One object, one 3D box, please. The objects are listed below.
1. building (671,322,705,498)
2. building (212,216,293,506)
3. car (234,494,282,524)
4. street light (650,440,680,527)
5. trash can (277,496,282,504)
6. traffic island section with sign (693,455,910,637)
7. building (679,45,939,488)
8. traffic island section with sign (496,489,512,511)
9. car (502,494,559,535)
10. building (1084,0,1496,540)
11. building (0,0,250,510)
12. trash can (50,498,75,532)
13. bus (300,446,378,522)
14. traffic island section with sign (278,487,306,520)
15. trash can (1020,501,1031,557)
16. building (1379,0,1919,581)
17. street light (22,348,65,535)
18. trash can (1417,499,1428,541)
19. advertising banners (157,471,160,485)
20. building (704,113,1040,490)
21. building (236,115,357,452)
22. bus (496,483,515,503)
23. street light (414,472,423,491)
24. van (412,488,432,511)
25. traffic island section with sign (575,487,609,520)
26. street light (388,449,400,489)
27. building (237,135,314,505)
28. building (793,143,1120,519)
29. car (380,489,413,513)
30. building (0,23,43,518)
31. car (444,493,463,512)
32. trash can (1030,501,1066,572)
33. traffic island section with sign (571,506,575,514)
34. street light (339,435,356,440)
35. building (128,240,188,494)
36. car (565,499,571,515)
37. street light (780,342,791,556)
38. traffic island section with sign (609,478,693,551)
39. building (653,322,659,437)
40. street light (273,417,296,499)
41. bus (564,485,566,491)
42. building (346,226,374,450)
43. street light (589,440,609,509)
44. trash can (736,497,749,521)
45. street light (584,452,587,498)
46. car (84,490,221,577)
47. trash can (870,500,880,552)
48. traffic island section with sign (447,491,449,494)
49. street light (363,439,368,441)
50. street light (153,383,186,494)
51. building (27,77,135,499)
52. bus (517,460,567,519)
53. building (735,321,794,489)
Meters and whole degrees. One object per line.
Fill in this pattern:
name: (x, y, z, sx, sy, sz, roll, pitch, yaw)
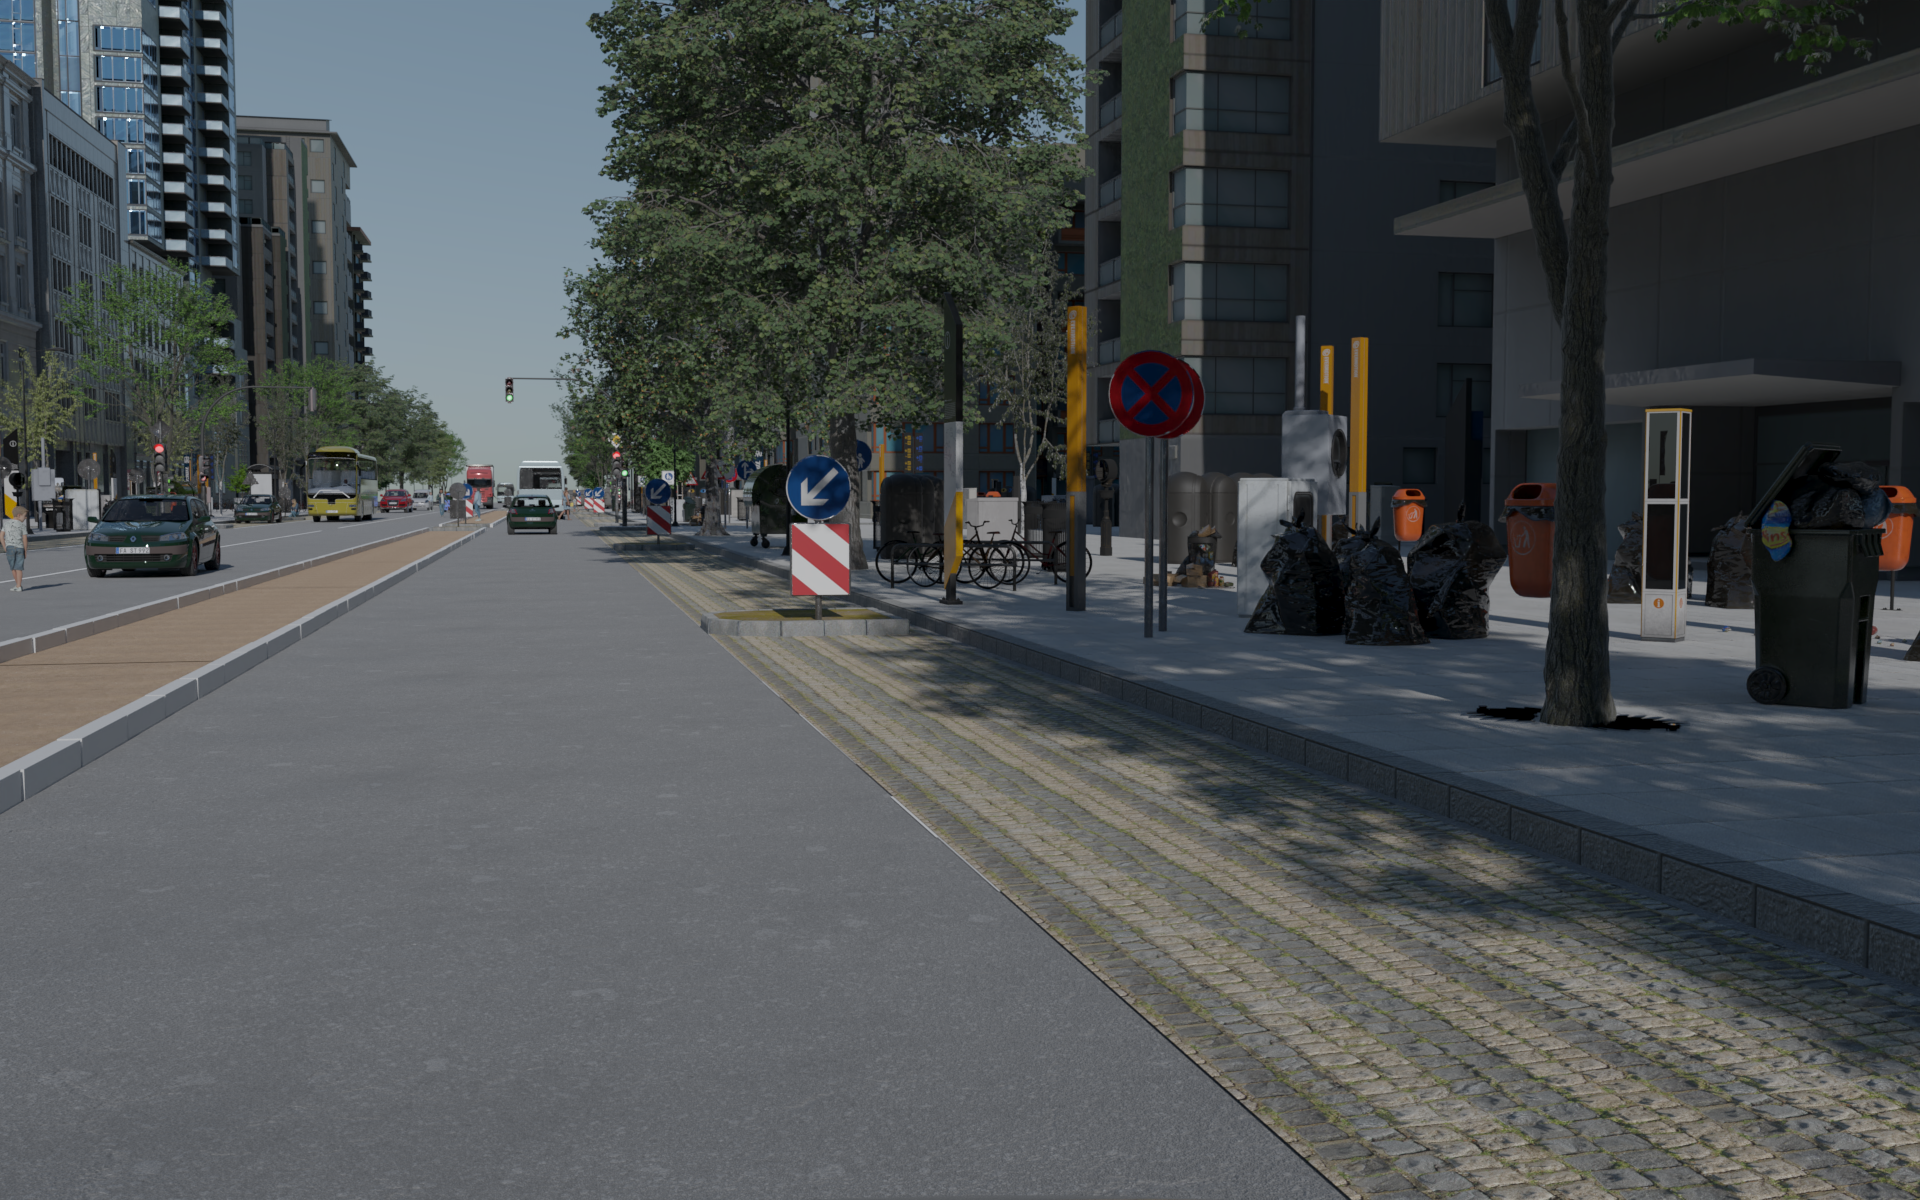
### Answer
building: (-34.873, -37.345, 265.215, 22.147, 44.769, 28.867, -1, 4, -13)
building: (-77.378, -24.854, 178.060, 14.160, 30.474, 14.107, -1, 4, -13)
car: (-34.286, -4.577, 84.617, 2.009, 1.686, 4.222, -1, 4, -13)
street light: (-11.771, -5.846, 68.125, 1.470, 5.913, 1.316, -1, 4, -13)
trash can: (-53.280, -7.588, 135.716, 0.748, 1.137, 0.748, 0, 3, 0)
traffic island section with sign: (-1.704, -0.590, 18.267, 1.989, 1.847, 2.006, -1, 4, -13)
building: (-17.885, -37.658, 204.943, 28.713, 52.752, 27.495, -1, 4, -13)
traffic island section with sign: (-38.578, -8.537, 147.718, 2.006, 1.907, 1.989, -1, 4, -13)
car: (-15.442, -3.218, 62.403, 2.009, 1.686, 4.222, -1, 4, -15)
building: (11.210, -22.647, 53.878, 14.154, 41.232, 14.086, -1, 4, -13)
building: (-76.277, -51.425, 153.478, 22.319, 86.520, 31.000, -1, 4, -13)
trash can: (-30.487, -2.888, 58.867, 0.748, 1.137, 0.748, 0, 3, 0)
bus: (-32.870, -6.163, 92.320, 2.896, 3.916, 12.252, -1, 4, -14)
traffic island section with sign: (-36.920, -5.265, 94.715, 1.989, 1.847, 2.006, -1, 4, -13)
trash can: (1.581, -1.409, 34.695, 0.748, 1.137, 0.748, 0, 3, 0)
building: (24.780, -26.694, 25.686, 28.713, 52.752, 27.495, -1, 4, -13)
street light: (-29.044, -5.038, 54.917, 1.470, 5.913, 1.316, -1, 4, -13)
trash can: (12.441, -2.194, 47.521, 0.748, 1.137, 0.748, 0, 3, 0)
advertising banners: (-55.353, -7.672, 121.626, 2.074, 3.025, 0.090, -1, 4, -15)
building: (-10.171, -29.900, 180.741, 32.217, 40.220, 23.993, -1, 4, -13)
building: (-100.817, -40.054, 244.114, 28.713, 52.752, 27.495, -1, 4, -13)
bus: (-71.406, -16.957, 272.112, 2.948, 3.499, 13.247, -1, 4, -15)
street light: (-65.804, -14.556, 210.526, 1.470, 5.913, 1.316, -1, 4, -13)
van: (-47.227, -8.864, 151.940, 2.013, 2.044, 4.112, -1, 4, -12)
traffic island section with sign: (-20.528, -5.454, 97.804, 1.989, 1.847, 2.006, -1, 4, -13)
street light: (-58.283, -12.592, 178.415, 1.470, 5.913, 1.316, -1, 4, -13)
building: (-80.080, -31.068, 191.552, 14.154, 41.232, 14.086, -1, 4, -13)
building: (6.283, -15.919, 105.320, 28.899, 21.520, 27.650, -1, 4, -13)
car: (-43.254, -7.602, 132.961, 2.281, 1.827, 5.304, -1, 4, -12)
building: (-56.157, -18.423, 87.127, 13.634, 28.700, 20.117, -1, 4, -13)
car: (-40.273, -7.841, 137.784, 1.945, 1.707, 3.694, -1, 4, -15)
trash can: (1.665, -1.038, 28.624, 0.748, 1.137, 0.748, 0, 3, 0)
traffic island section with sign: (-26.718, -7.059, 124.041, 1.989, 1.847, 2.006, -1, 4, -13)
street light: (-48.196, -10.012, 136.233, 1.470, 5.913, 1.316, -1, 4, -13)
building: (-63.107, -16.937, 126.067, 9.793, 20.994, 18.267, -1, 4, -13)
car: (-28.341, -6.712, 121.543, 2.131, 1.459, 4.920, -1, 4, -15)
street light: (-4.105, -3.875, 35.901, 1.470, 5.913, 1.316, -1, 4, -13)
traffic island section with sign: (-7.903, -2.194, 44.502, 1.989, 1.847, 2.006, -1, 4, -13)
building: (-40.983, -41.251, 294.065, 23.786, 49.044, 30.456, -1, 4, -13)
street light: (-40.610, -8.048, 104.119, 1.470, 5.913, 1.316, -1, 4, -13)
bus: (-38.509, -10.286, 163.029, 2.948, 3.499, 13.247, -1, 4, -14)
building: (-104.537, -37.783, 272.383, 22.147, 44.769, 28.867, -1, 4, -13)
street light: (-31.053, -10.838, 149.735, 1.470, 5.913, 1.316, -1, 4, -13)
trash can: (-10.367, -4.361, 82.961, 0.748, 1.137, 0.748, 0, 3, 0)
street light: (-40.906, -13.407, 191.746, 1.470, 5.913, 1.316, -1, 4, -13)
car: (-14.486, -1.309, 31.185, 2.009, 1.686, 4.222, -1, 4, -15)
trash can: (-1.639, -1.649, 38.612, 0.748, 1.137, 0.748, 0, 3, 0)
traffic island section with sign: (-73.393, -14.694, 248.873, 1.989, 1.847, 2.006, -1, 4, -13)
street light: (-50.832, -10.656, 146.774, 1.470, 5.913, 1.316, -1, 4, -13)
street light: (-33.027, -6.106, 72.377, 1.470, 5.913, 1.316, -1, 4, -13)
building: (-60.109, -17.679, 107.069, 12.078, 24.808, 19.932, -1, 4, -13)
bus: (-24.733, -6.584, 102.513, 2.948, 3.499, 13.247, -1, 4, -13)
building: (-2.204, -17.784, 135.814, 27.650, 21.520, 28.899, -1, 4, -13)
